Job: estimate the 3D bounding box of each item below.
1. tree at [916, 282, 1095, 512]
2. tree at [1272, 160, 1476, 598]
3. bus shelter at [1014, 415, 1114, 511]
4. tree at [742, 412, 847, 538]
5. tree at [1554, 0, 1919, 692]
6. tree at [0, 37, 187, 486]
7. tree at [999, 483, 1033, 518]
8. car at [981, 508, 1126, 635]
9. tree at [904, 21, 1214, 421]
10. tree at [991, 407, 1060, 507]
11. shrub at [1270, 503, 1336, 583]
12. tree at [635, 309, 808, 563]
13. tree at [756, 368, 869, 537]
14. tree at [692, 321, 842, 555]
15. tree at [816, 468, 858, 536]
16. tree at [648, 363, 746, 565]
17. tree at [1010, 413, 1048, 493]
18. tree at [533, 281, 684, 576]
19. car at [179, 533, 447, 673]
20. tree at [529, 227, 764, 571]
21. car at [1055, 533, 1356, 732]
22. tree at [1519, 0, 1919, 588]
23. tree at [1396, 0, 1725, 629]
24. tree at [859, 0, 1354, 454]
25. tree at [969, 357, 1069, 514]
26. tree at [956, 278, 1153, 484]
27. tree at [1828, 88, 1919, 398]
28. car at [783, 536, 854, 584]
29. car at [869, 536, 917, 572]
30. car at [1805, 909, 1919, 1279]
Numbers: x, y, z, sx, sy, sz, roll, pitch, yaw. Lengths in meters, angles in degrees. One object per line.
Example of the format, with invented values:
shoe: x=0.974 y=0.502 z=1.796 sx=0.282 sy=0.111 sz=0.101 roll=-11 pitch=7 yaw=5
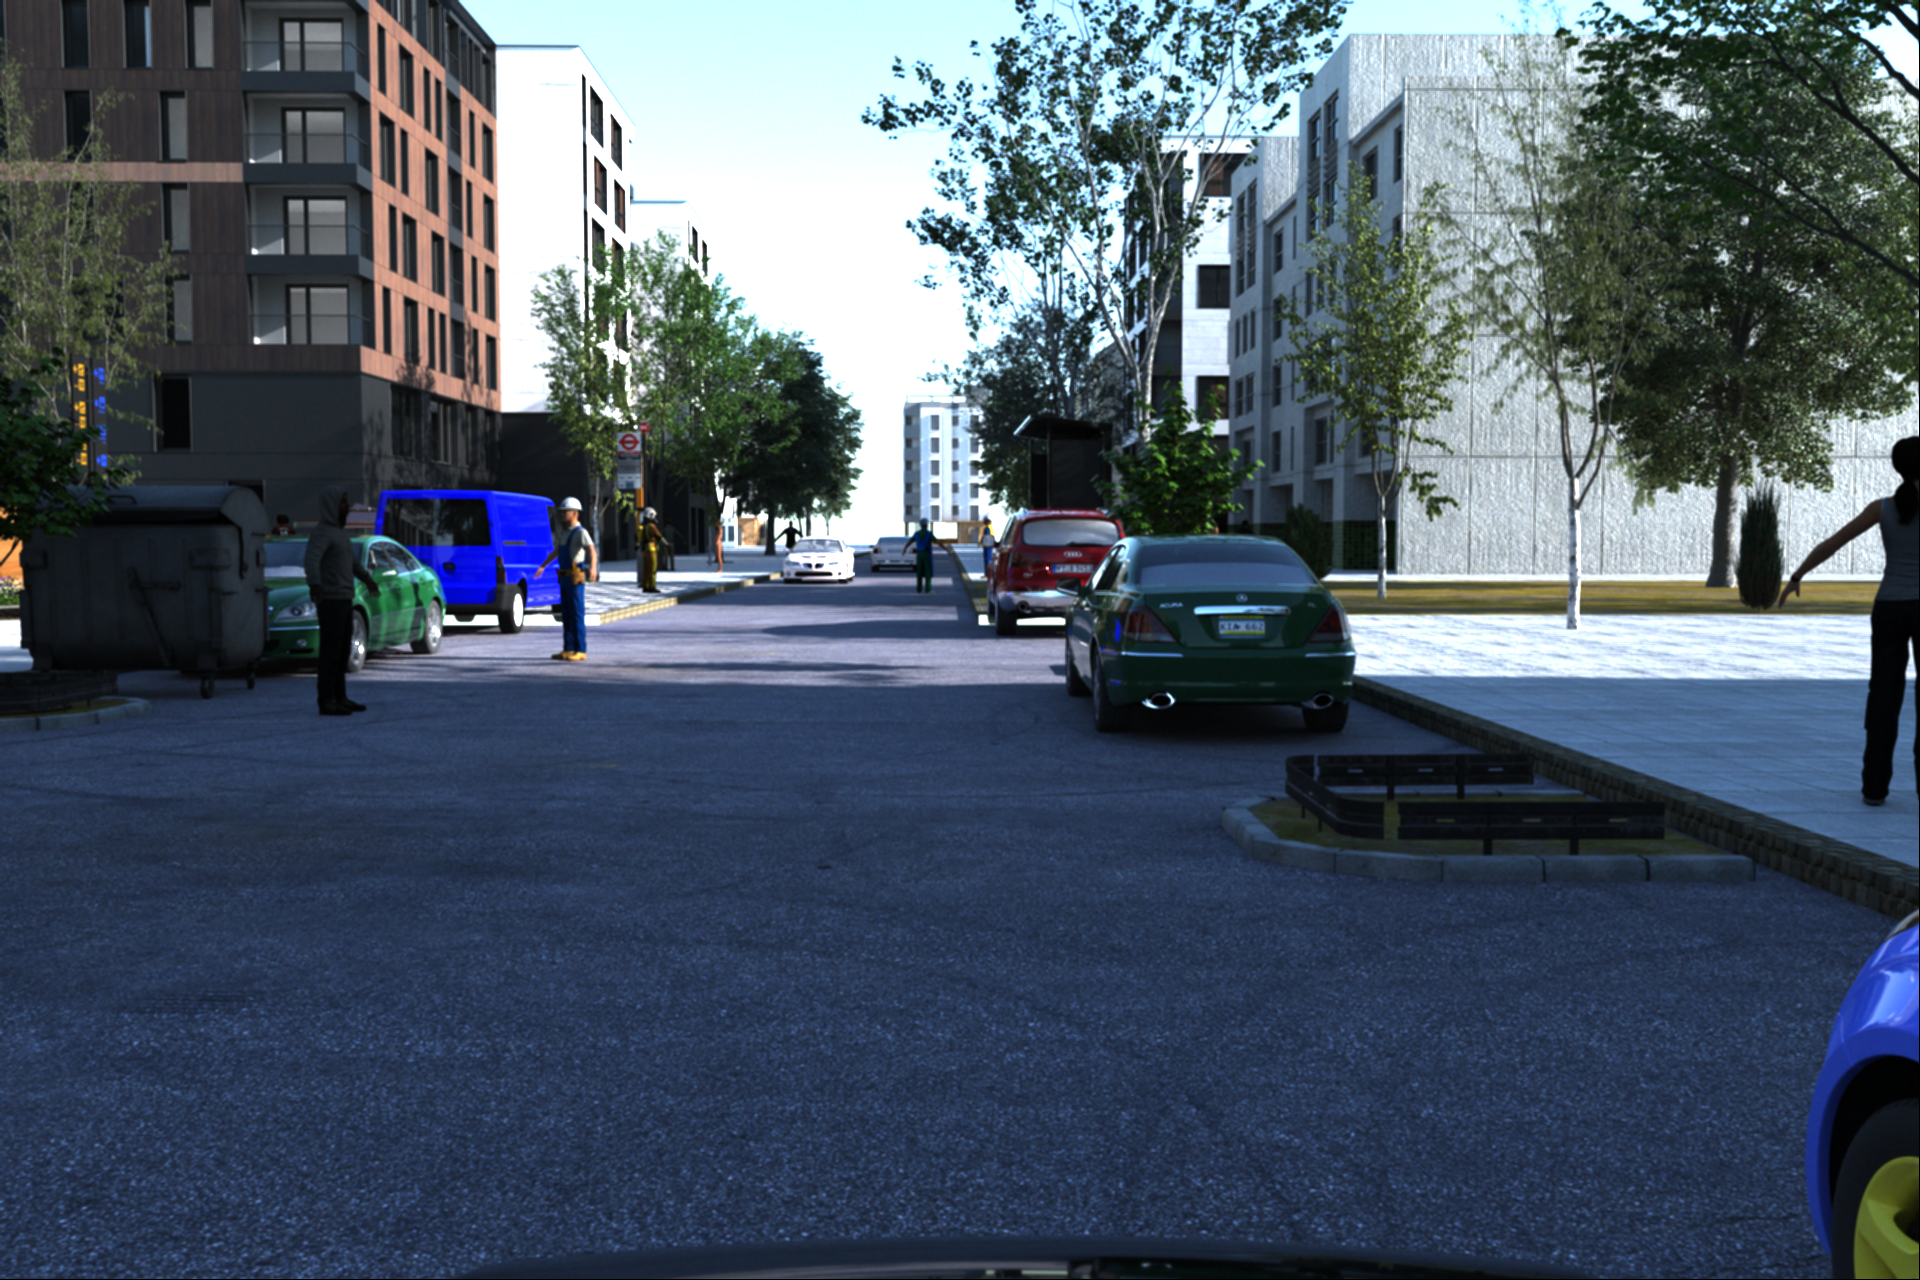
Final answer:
tree: x=2.987 y=-16.890 z=132.033 sx=12.611 sy=20.169 sz=13.585 roll=0 pitch=3 yaw=0
tree: x=8.298 y=-5.120 z=34.069 sx=4.737 sy=8.622 sz=4.395 roll=0 pitch=3 yaw=0
bus shelter: x=2.182 y=-2.811 z=37.240 sx=1.731 sy=3.624 sz=6.357 roll=0 pitch=4 yaw=-1
tree: x=-11.223 y=-11.333 z=119.702 sx=7.601 sy=10.594 sz=8.767 roll=1 pitch=4 yaw=22
tree: x=8.390 y=-5.382 z=13.744 sx=9.928 sy=11.665 sz=9.643 roll=0 pitch=3 yaw=0
tree: x=-13.872 y=-4.669 z=26.695 sx=4.360 sy=8.622 sz=3.978 roll=0 pitch=3 yaw=0
tree: x=8.482 y=-17.451 z=219.740 sx=7.601 sy=10.594 sz=8.767 roll=0 pitch=4 yaw=3
car: x=1.476 y=-1.063 z=26.058 sx=2.281 sy=1.827 sz=5.304 roll=0 pitch=4 yaw=-1
tree: x=3.088 y=-12.916 z=67.059 sx=12.611 sy=20.169 sz=13.585 roll=0 pitch=3 yaw=0
tree: x=3.867 y=-8.705 z=92.690 sx=4.737 sy=8.622 sz=4.395 roll=0 pitch=3 yaw=0
shrub: x=8.041 y=-2.263 z=41.035 sx=1.661 sy=2.075 sz=1.752 roll=0 pitch=3 yaw=0
tree: x=-10.719 y=-9.278 z=77.451 sx=9.928 sy=11.665 sz=9.643 roll=0 pitch=3 yaw=0
tree: x=-11.773 y=-13.842 z=132.969 sx=9.857 sy=13.997 sz=8.962 roll=0 pitch=3 yaw=0
tree: x=-11.554 y=-12.131 z=104.992 sx=9.857 sy=13.997 sz=8.962 roll=0 pitch=3 yaw=0
tree: x=-16.903 y=-17.958 z=219.372 sx=9.928 sy=11.665 sz=9.643 roll=0 pitch=3 yaw=0
tree: x=-10.487 y=-7.374 z=70.921 sx=4.737 sy=8.622 sz=4.395 roll=0 pitch=3 yaw=0
tree: x=4.399 y=-9.163 z=100.172 sx=4.360 sy=8.622 sz=3.978 roll=0 pitch=3 yaw=0
tree: x=-10.525 y=-6.136 z=50.688 sx=4.737 sy=8.622 sz=4.395 roll=0 pitch=3 yaw=0
car: x=-7.160 y=-0.461 z=19.340 sx=2.131 sy=1.459 sz=4.920 roll=0 pitch=4 yaw=-1
tree: x=-10.664 y=-8.224 z=60.220 sx=9.928 sy=11.665 sz=9.643 roll=0 pitch=3 yaw=0
car: x=1.873 y=-0.133 z=13.971 sx=2.131 sy=1.459 sz=4.920 roll=0 pitch=4 yaw=-1
tree: x=18.492 y=-8.252 z=41.583 sx=9.857 sy=13.997 sz=8.962 roll=0 pitch=3 yaw=0
tree: x=8.463 y=-4.461 z=23.303 sx=4.360 sy=8.622 sz=3.978 roll=0 pitch=3 yaw=0
tree: x=4.046 y=-11.825 z=49.233 sx=12.611 sy=20.169 sz=13.585 roll=0 pitch=3 yaw=0
tree: x=4.039 y=-11.813 z=111.266 sx=7.486 sy=12.596 sz=7.792 roll=0 pitch=3 yaw=0
tree: x=4.764 y=-10.554 z=82.921 sx=12.009 sy=13.543 sz=11.850 roll=0 pitch=3 yaw=0
tree: x=16.087 y=-4.753 z=28.080 sx=4.737 sy=8.622 sz=4.395 roll=0 pitch=3 yaw=0
car: x=-4.166 y=-2.391 z=51.448 sx=2.083 sy=1.381 sz=4.827 roll=0 pitch=4 yaw=0
car: x=-2.468 y=-3.317 z=66.587 sx=2.083 sy=1.381 sz=4.827 roll=0 pitch=4 yaw=-2
car: x=2.275 y=0.498 z=1.449 sx=1.945 sy=1.707 sz=3.694 roll=0 pitch=4 yaw=-1
